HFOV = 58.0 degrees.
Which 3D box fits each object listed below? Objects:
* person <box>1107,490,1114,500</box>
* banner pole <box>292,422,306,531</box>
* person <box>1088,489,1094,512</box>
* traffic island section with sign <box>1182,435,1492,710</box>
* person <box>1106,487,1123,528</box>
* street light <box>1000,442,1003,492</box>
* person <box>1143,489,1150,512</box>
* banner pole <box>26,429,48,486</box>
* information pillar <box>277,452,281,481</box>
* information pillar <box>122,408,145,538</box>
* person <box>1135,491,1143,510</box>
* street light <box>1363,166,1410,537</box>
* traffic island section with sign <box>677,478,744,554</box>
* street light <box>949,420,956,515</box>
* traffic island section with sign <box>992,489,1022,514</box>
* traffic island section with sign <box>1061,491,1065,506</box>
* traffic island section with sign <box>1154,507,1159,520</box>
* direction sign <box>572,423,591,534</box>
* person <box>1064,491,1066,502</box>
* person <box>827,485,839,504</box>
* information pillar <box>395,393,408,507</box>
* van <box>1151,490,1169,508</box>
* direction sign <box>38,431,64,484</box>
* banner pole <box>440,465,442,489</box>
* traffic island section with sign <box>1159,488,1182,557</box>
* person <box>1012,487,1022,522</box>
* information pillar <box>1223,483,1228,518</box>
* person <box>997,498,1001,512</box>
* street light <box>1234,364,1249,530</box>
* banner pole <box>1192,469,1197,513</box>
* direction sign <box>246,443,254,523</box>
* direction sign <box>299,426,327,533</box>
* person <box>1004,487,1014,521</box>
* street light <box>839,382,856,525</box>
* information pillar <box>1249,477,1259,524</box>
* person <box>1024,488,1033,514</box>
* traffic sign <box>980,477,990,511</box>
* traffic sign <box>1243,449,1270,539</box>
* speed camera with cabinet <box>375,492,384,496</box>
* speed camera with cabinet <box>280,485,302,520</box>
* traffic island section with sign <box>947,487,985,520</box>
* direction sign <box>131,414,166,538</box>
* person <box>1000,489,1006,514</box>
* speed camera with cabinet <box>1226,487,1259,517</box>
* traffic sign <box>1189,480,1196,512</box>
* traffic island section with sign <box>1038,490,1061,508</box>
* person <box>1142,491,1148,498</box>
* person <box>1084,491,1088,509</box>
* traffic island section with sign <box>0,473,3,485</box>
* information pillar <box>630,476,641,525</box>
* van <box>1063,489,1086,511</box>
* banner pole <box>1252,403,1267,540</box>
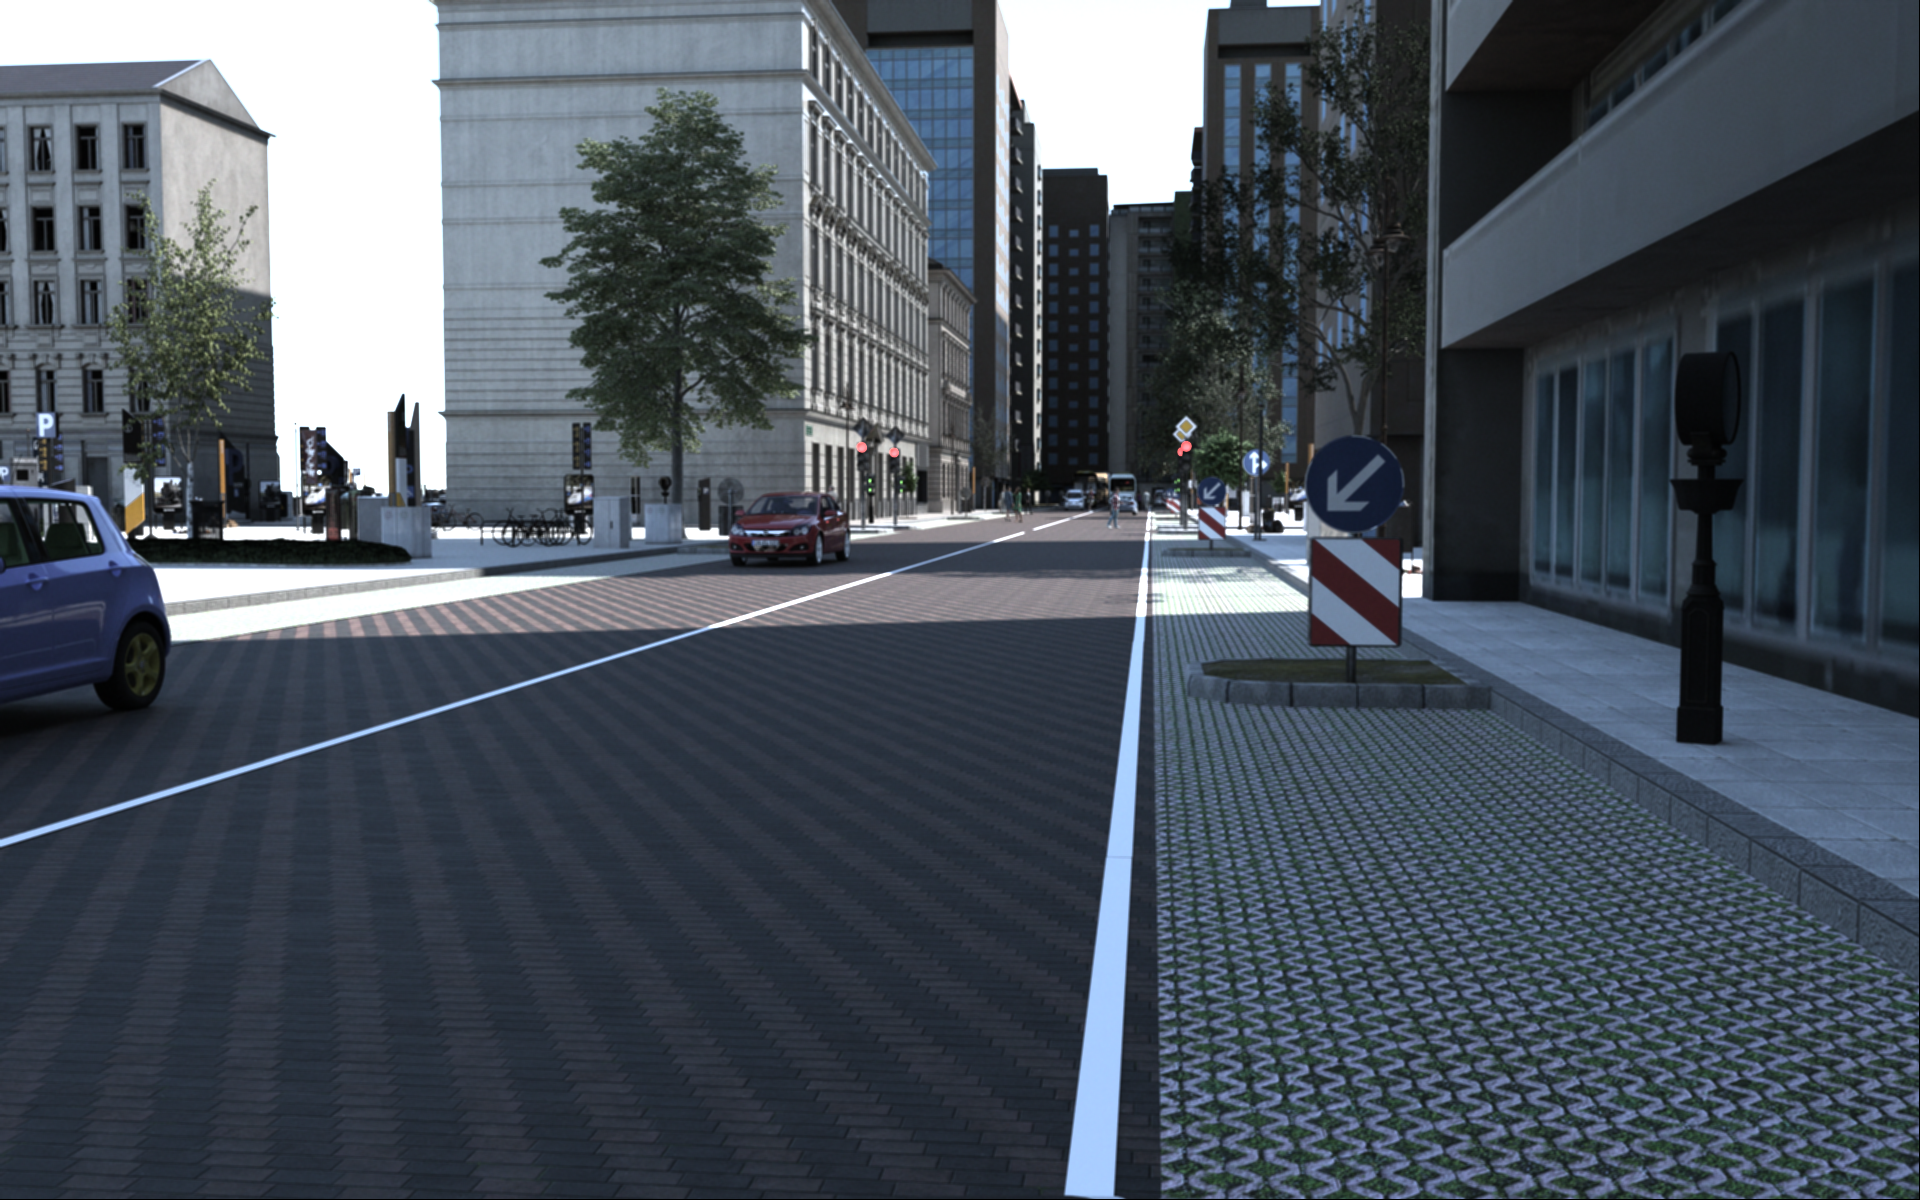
[{"bbox_3d":[13.759,-8.995,155.559,0.705,1.826,1.348,-3,4,-37],"label":"person"},{"bbox_3d":[-22.939,-4.302,60.348,0.401,3.779,0.863,2,4,24],"label":"banner pole"},{"bbox_3d":[10.549,-8.020,139.597,0.573,1.828,0.580,-1,4,-16],"label":"person"},{"bbox_3d":[2.641,-0.236,12.480,1.989,1.847,2.006,0,4,6],"label":"traffic island section with sign"},{"bbox_3d":[6.514,-3.889,72.930,0.643,1.720,0.563,1,4,17],"label":"person"},{"bbox_3d":[3.527,-10.570,145.610,0.468,5.910,1.993,0,4,6],"label":"street light"},{"bbox_3d":[15.214,-8.122,141.386,0.635,1.810,0.391,-2,4,-35],"label":"person"},{"bbox_3d":[-35.623,-4.695,66.774,0.863,3.779,0.401,-2,4,-30],"label":"banner pole"},{"bbox_3d":[-35.167,-5.989,89.281,0.504,3.616,0.183,3,5,40],"label":"information pillar"},{"bbox_3d":[-22.480,-3.408,47.082,0.504,3.616,0.183,-1,4,-12],"label":"information pillar"},{"bbox_3d":[15.893,-8.799,153.046,1.217,1.739,0.721,-2,4,-32],"label":"person"},{"bbox_3d":[6.080,-3.183,24.834,0.468,5.910,1.993,0,4,6],"label":"street light"},{"bbox_3d":[-5.606,-2.029,41.809,1.989,1.847,2.006,0,4,6],"label":"traffic island section with sign"},{"bbox_3d":[-0.486,-8.309,108.637,0.468,5.910,1.993,0,4,6],"label":"street light"},{"bbox_3d":[3.363,-6.999,123.062,1.989,1.847,2.006,0,4,6],"label":"traffic island section with sign"},{"bbox_3d":[11.761,-11.660,199.273,1.989,1.847,2.006,0,4,6],"label":"traffic island section with sign"},{"bbox_3d":[11.752,-5.285,95.035,1.989,1.847,2.006,0,4,6],"label":"traffic island section with sign"},{"bbox_3d":[-12.028,-3.863,55.156,0.876,3.537,0.379,3,4,38],"label":"direction sign"},{"bbox_3d":[12.663,-12.231,208.488,1.348,1.823,0.705,3,4,39],"label":"person"},{"bbox_3d":[-4.987,-3.532,66.643,0.834,1.777,0.661,3,4,36],"label":"person"},{"bbox_3d":[-12.883,-2.973,39.958,0.183,3.616,0.504,0,4,3],"label":"information pillar"},{"bbox_3d":[20.875,-10.561,179.681,2.013,2.044,4.112,0,4,5],"label":"van"},{"bbox_3d":[-32.662,-4.298,62.267,0.379,3.537,0.876,2,4,35],"label":"direction sign"},{"bbox_3d":[-43.795,-9.555,146.241,0.401,3.779,0.863,-1,4,-17],"label":"banner pole"},{"bbox_3d":[5.672,-1.916,39.952,1.989,1.847,2.006,0,4,6],"label":"traffic island section with sign"},{"bbox_3d":[2.970,-4.849,88.029,0.529,1.795,0.600,-2,4,-26],"label":"person"},{"bbox_3d":[14.406,-6.283,94.078,0.183,3.616,0.504,-1,4,-21],"label":"information pillar"},{"bbox_3d":[2.866,-6.854,125.584,0.382,1.210,0.505,-3,5,-44],"label":"person"},{"bbox_3d":[9.970,-5.423,61.458,0.468,5.910,1.993,0,4,6],"label":"street light"},{"bbox_3d":[15.915,-7.792,117.414,0.401,3.779,0.863,-1,4,-17],"label":"banner pole"},{"bbox_3d":[-31.574,-5.190,76.854,0.379,3.537,0.876,-2,4,-26],"label":"direction sign"},{"bbox_3d":[-21.565,-4.025,57.805,0.876,3.537,0.379,-2,4,-33],"label":"direction sign"},{"bbox_3d":[2.533,-5.095,91.834,0.581,1.822,0.654,3,5,44],"label":"person"},{"bbox_3d":[-4.659,-6.053,71.749,0.468,5.910,1.993,0,4,6],"label":"street light"},{"bbox_3d":[12.711,-4.305,74.882,0.304,2.012,0.304,-1,4,-11],"label":"information pillar"},{"bbox_3d":[4.858,-6.985,122.478,0.659,1.850,0.755,-2,4,-33],"label":"person"},{"bbox_3d":[1.864,-7.815,127.878,0.768,2.556,0.104,1,4,14],"label":"traffic sign"},{"bbox_3d":[8.359,-2.983,48.880,0.768,2.556,0.104,1,4,10],"label":"traffic sign"},{"bbox_3d":[-44.926,-8.607,135.063,2.038,3.252,0.660,-1,4,-23],"label":"speed camera with cabinet"},{"bbox_3d":[-33.055,-5.597,85.838,2.038,3.252,0.660,-1,4,-13],"label":"speed camera with cabinet"},{"bbox_3d":[0.366,-5.347,96.046,1.989,1.847,2.006,0,4,6],"label":"traffic island section with sign"},{"bbox_3d":[-23.124,-3.511,49.400,0.876,3.537,0.379,-2,4,-32],"label":"direction sign"},{"bbox_3d":[3.000,-6.872,120.960,0.391,1.810,0.635,-2,4,-29],"label":"person"},{"bbox_3d":[15.758,-6.273,96.900,2.038,3.252,0.660,0,4,-3],"label":"speed camera with cabinet"},{"bbox_3d":[16.947,-7.581,126.084,0.606,2.300,0.079,1,4,15],"label":"traffic sign"},{"bbox_3d":[8.806,-10.022,172.479,1.989,1.847,2.006,0,4,6],"label":"traffic island section with sign"},{"bbox_3d":[23.139,-12.628,214.972,1.348,1.824,0.705,-3,5,-41],"label":"person"},{"bbox_3d":[12.104,-9.823,169.644,0.750,1.759,0.617,-1,4,-9],"label":"person"},{"bbox_3d":[-8.636,-0.352,14.383,1.989,1.847,2.006,0,4,6],"label":"traffic island section with sign"},{"bbox_3d":[-13.554,-4.149,72.328,0.304,2.012,0.304,1,4,20],"label":"information pillar"},{"bbox_3d":[9.908,-8.731,149.755,2.013,2.044,4.112,0,4,6],"label":"van"},{"bbox_3d":[8.367,-3.555,48.145,0.401,3.779,0.863,1,4,15],"label":"banner pole"}]
